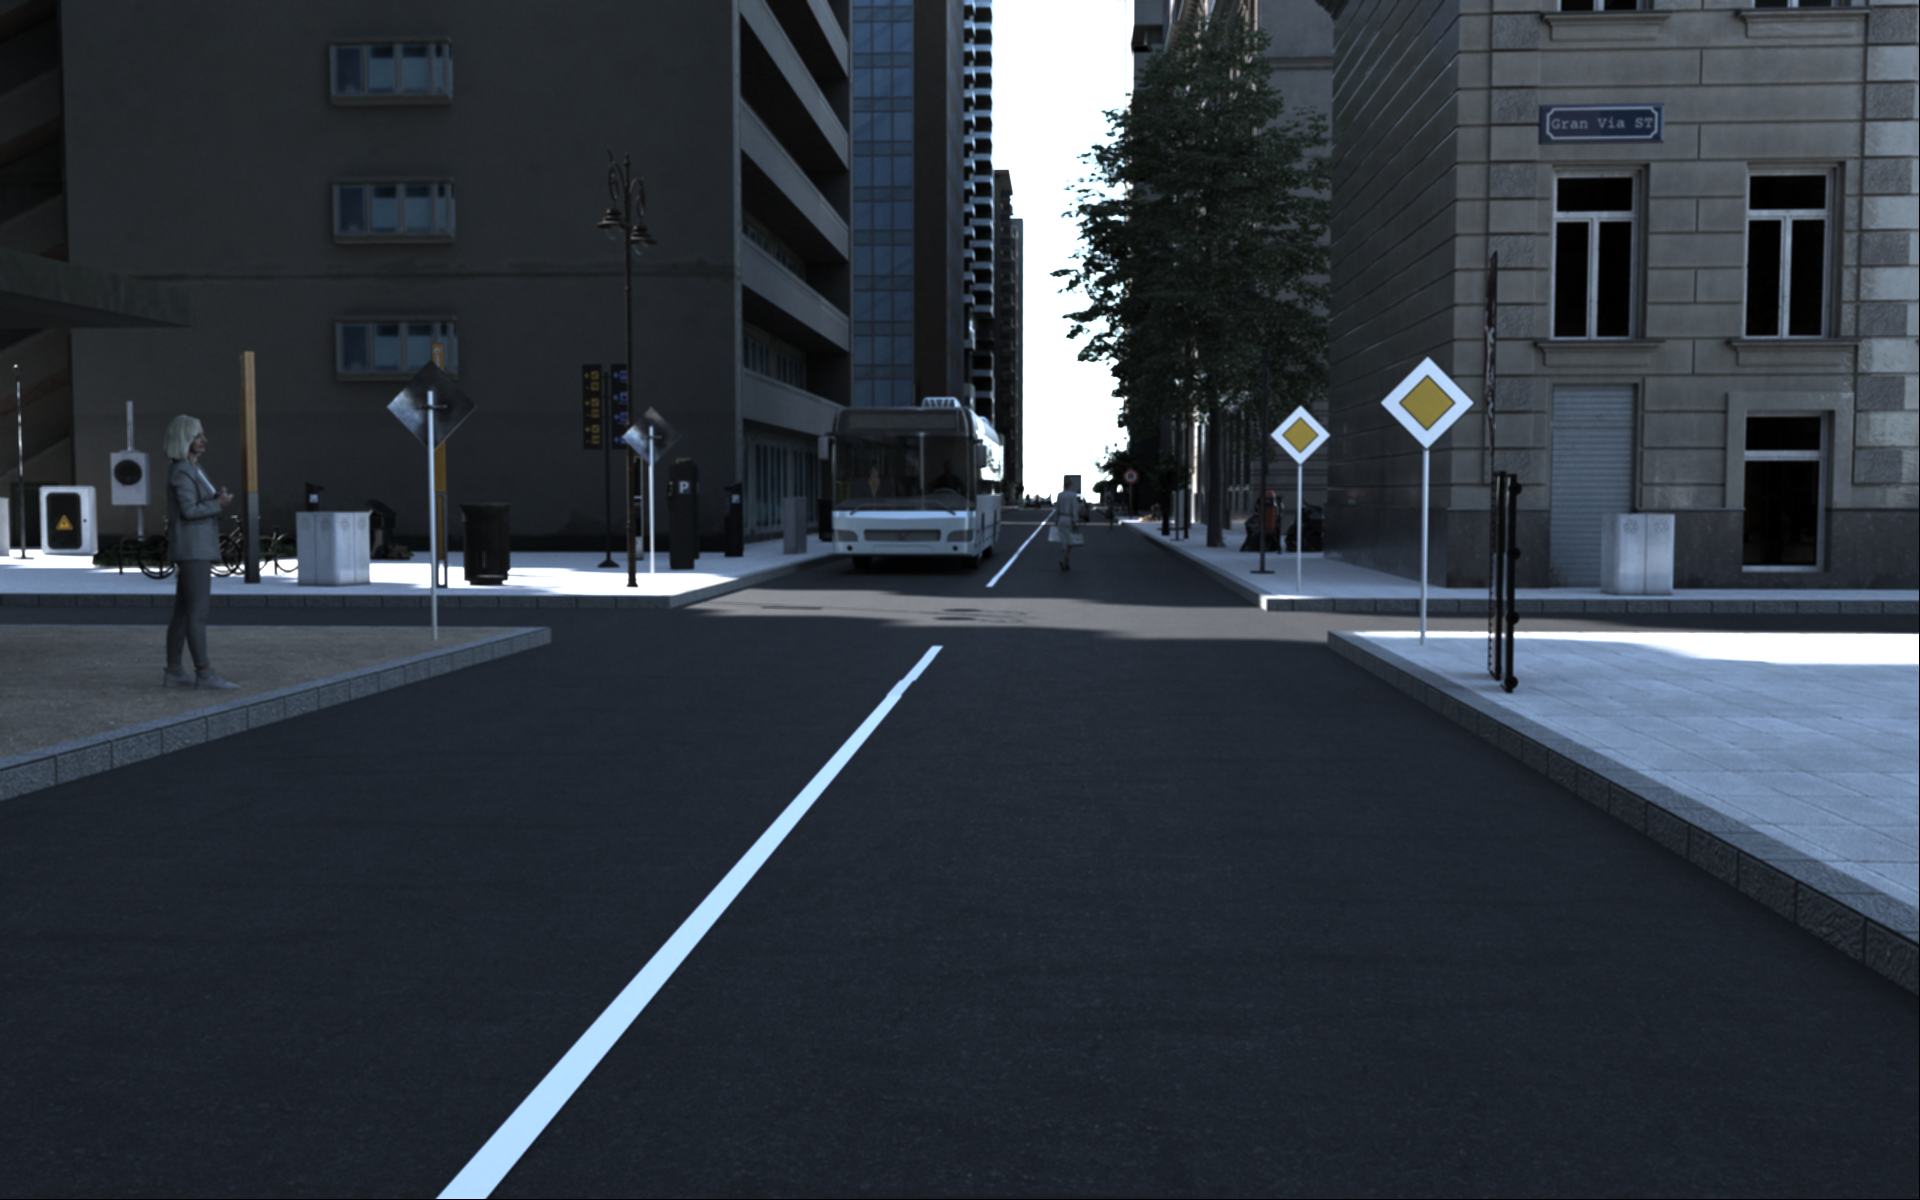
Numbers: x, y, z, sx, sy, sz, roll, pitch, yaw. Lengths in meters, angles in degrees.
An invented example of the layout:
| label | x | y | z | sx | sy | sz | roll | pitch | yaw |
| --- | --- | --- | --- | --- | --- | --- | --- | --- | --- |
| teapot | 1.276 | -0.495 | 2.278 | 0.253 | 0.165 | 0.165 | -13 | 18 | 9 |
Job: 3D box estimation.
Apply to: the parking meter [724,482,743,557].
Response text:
| label | x | y | z | sx | sy | sz | roll | pitch | yaw |
| --- | --- | --- | --- | --- | --- | --- | --- | --- | --- |
| parking meter | -4.632 | -1.653 | 35.432 | 0.372 | 1.533 | 0.369 | 0 | 3 | 0 |

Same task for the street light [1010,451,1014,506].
| label | x | y | z | sx | sy | sz | roll | pitch | yaw |
| --- | --- | --- | --- | --- | --- | --- | --- | --- | --- |
| street light | 5.484 | -12.850 | 182.888 | 0.468 | 5.910 | 1.993 | 0 | 4 | 4 |

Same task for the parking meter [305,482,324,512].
| label | x | y | z | sx | sy | sz | roll | pitch | yaw |
| --- | --- | --- | --- | --- | --- | --- | --- | --- | --- |
| parking meter | -13.757 | -1.745 | 36.949 | 0.372 | 1.533 | 0.369 | 0 | 3 | 0 |

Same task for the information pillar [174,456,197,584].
| label | x | y | z | sx | sy | sz | roll | pitch | yaw |
| --- | --- | --- | --- | --- | --- | --- | --- | --- | --- |
| information pillar | -11.061 | -1.238 | 24.739 | 0.304 | 2.012 | 0.304 | -2 | 4 | -31 |

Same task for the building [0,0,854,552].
| label | x | y | z | sx | sy | sz | roll | pitch | yaw |
| --- | --- | --- | --- | --- | --- | --- | --- | --- | --- |
| building | -14.889 | -25.936 | 47.760 | 21.300 | 48.544 | 21.600 | 0 | 4 | 4 |

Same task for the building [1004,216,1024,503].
| label | x | y | z | sx | sy | sz | roll | pitch | yaw |
| --- | --- | --- | --- | --- | --- | --- | --- | --- | --- |
| building | 2.023 | -34.610 | 249.474 | 14.154 | 41.232 | 14.086 | 0 | 4 | 4 |

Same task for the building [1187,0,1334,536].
| label | x | y | z | sx | sy | sz | roll | pitch | yaw |
| --- | --- | --- | --- | --- | --- | --- | --- | --- | --- |
| building | 14.670 | -13.833 | 62.328 | 11.583 | 22.565 | 21.152 | 0 | 4 | 4 |

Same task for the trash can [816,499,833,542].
| label | x | y | z | sx | sy | sz | roll | pitch | yaw |
| --- | --- | --- | --- | --- | --- | --- | --- | --- | --- |
| trash can | -3.515 | -2.149 | 46.797 | 0.748 | 1.137 | 0.748 | 0 | 3 | 0 |

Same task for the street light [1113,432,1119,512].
| label | x | y | z | sx | sy | sz | roll | pitch | yaw |
| --- | --- | --- | --- | --- | --- | --- | --- | --- | --- |
| street light | 11.432 | -9.445 | 127.205 | 0.468 | 5.910 | 1.993 | 0 | 4 | 4 |

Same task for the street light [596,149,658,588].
| label | x | y | z | sx | sy | sz | roll | pitch | yaw |
| --- | --- | --- | --- | --- | --- | --- | --- | --- | --- |
| street light | -4.515 | -3.112 | 23.677 | 0.468 | 5.910 | 1.993 | 0 | 4 | 4 |

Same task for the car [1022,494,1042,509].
| label | x | y | z | sx | sy | sz | roll | pitch | yaw |
| --- | --- | --- | --- | --- | --- | --- | --- | --- | --- |
| car | 7.116 | -9.856 | 170.935 | 2.009 | 1.686 | 4.222 | 0 | 4 | 3 |

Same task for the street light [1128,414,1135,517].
| label | x | y | z | sx | sy | sz | roll | pitch | yaw |
| --- | --- | --- | --- | --- | --- | --- | --- | --- | --- |
| street light | 9.656 | -7.607 | 97.164 | 0.468 | 5.910 | 1.993 | 0 | 4 | 4 |

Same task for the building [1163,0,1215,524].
| label | x | y | z | sx | sy | sz | roll | pitch | yaw |
| --- | --- | --- | --- | --- | --- | --- | --- | --- | --- |
| building | 17.326 | -18.198 | 84.928 | 14.401 | 28.519 | 23.554 | 0 | 4 | 4 |

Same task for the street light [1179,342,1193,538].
| label | x | y | z | sx | sy | sz | roll | pitch | yaw |
| --- | --- | --- | --- | --- | --- | --- | --- | --- | --- |
| street light | 6.542 | -4.719 | 49.938 | 0.468 | 5.910 | 1.993 | 0 | 4 | 4 |

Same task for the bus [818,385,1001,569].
| label | x | y | z | sx | sy | sz | roll | pitch | yaw |
| --- | --- | --- | --- | --- | --- | --- | --- | --- | --- |
| bus | -0.668 | -2.523 | 36.119 | 2.948 | 3.499 | 13.247 | 0 | 4 | 3 |

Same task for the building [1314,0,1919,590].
| label | x | y | z | sx | sy | sz | roll | pitch | yaw |
| --- | --- | --- | --- | --- | --- | --- | --- | --- | --- |
| building | 19.066 | -14.088 | 27.606 | 25.104 | 27.353 | 12.463 | 0 | 4 | 4 |

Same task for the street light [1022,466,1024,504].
| label | x | y | z | sx | sy | sz | roll | pitch | yaw |
| --- | --- | --- | --- | --- | --- | --- | --- | --- | --- |
| street light | 8.315 | -15.663 | 228.884 | 0.468 | 5.910 | 1.993 | 0 | 4 | 4 |

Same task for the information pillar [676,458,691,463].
| label | x | y | z | sx | sy | sz | roll | pitch | yaw |
| --- | --- | --- | --- | --- | --- | --- | --- | --- | --- |
| information pillar | -5.642 | -1.891 | 35.412 | 0.304 | 2.012 | 0.304 | -1 | 4 | -9 |

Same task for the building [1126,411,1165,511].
| label | x | y | z | sx | sy | sz | roll | pitch | yaw |
| --- | --- | --- | --- | --- | --- | --- | --- | --- | --- |
| building | 24.134 | -49.776 | 126.510 | 22.319 | 86.520 | 31.000 | 0 | 4 | 4 |

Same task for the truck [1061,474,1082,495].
| label | x | y | z | sx | sy | sz | roll | pitch | yaw |
| --- | --- | --- | --- | --- | --- | --- | --- | --- | --- |
| truck | 16.030 | -15.853 | 248.106 | 2.839 | 4.237 | 11.283 | 0 | 4 | 2 |

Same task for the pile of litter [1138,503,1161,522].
| label | x | y | z | sx | sy | sz | roll | pitch | yaw |
| --- | --- | --- | --- | --- | --- | --- | --- | --- | --- |
| pile of litter | 8.885 | -4.086 | 80.770 | 1.176 | 0.858 | 1.719 | 1 | 4 | 22 |

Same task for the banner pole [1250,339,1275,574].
| label | x | y | z | sx | sy | sz | roll | pitch | yaw |
| --- | --- | --- | --- | --- | --- | --- | --- | --- | --- |
| banner pole | 4.981 | -2.337 | 28.233 | 0.401 | 3.779 | 0.863 | 1 | 4 | 18 |

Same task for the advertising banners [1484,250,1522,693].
| label | x | y | z | sx | sy | sz | roll | pitch | yaw |
| --- | --- | --- | --- | --- | --- | --- | --- | --- | --- |
| advertising banners | 3.741 | -0.967 | 11.995 | 0.090 | 3.025 | 2.074 | 1 | 4 | 12 |

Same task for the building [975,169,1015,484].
| label | x | y | z | sx | sy | sz | roll | pitch | yaw |
| --- | --- | --- | --- | --- | --- | --- | --- | --- | --- |
| building | -4.125 | -35.080 | 228.179 | 22.147 | 44.769 | 28.867 | 0 | 4 | 4 |

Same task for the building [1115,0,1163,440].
| label | x | y | z | sx | sy | sz | roll | pitch | yaw |
| --- | --- | --- | --- | --- | --- | --- | --- | --- | --- |
| building | 28.694 | -34.732 | 157.100 | 28.713 | 52.752 | 27.495 | 0 | 4 | 4 |

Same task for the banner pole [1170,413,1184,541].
| label | x | y | z | sx | sy | sz | roll | pitch | yaw |
| --- | --- | --- | --- | --- | --- | --- | --- | --- | --- |
| banner pole | 6.007 | -3.514 | 47.468 | 0.401 | 3.779 | 0.863 | 0 | 4 | -2 |

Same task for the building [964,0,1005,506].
| label | x | y | z | sx | sy | sz | roll | pitch | yaw |
| --- | --- | --- | --- | --- | --- | --- | --- | --- | --- |
| building | -5.844 | -54.092 | 197.075 | 22.319 | 86.520 | 31.000 | 0 | 4 | 4 |

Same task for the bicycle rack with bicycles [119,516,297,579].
| label | x | y | z | sx | sy | sz | roll | pitch | yaw |
| --- | --- | --- | --- | --- | --- | --- | --- | --- | --- |
| bicycle rack with bicycles | -11.933 | -0.869 | 27.595 | 2.925 | 0.926 | 2.852 | -3 | 5 | -43 |

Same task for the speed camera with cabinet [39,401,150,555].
| label | x | y | z | sx | sy | sz | roll | pitch | yaw |
| --- | --- | --- | --- | --- | --- | --- | --- | --- | --- |
| speed camera with cabinet | -18.297 | -2.587 | 36.635 | 2.038 | 3.252 | 0.660 | -1 | 4 | -16 |

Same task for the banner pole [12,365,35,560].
| label | x | y | z | sx | sy | sz | roll | pitch | yaw |
| --- | --- | --- | --- | --- | --- | --- | --- | --- | --- |
| banner pole | -18.228 | -2.666 | 33.610 | 0.401 | 3.779 | 0.863 | -2 | 4 | -29 |

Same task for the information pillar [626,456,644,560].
| label | x | y | z | sx | sy | sz | roll | pitch | yaw |
| --- | --- | --- | --- | --- | --- | --- | --- | --- | --- |
| information pillar | -6.297 | -1.777 | 33.554 | 0.304 | 2.012 | 0.304 | -1 | 4 | -12 |

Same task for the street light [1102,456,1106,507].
| label | x | y | z | sx | sy | sz | roll | pitch | yaw |
| --- | --- | --- | --- | --- | --- | --- | --- | --- | --- |
| street light | 14.365 | -12.231 | 172.765 | 0.468 | 5.910 | 1.993 | 0 | 4 | 4 |

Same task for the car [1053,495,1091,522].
| label | x | y | z | sx | sy | sz | roll | pitch | yaw |
| --- | --- | --- | --- | --- | --- | --- | --- | --- | --- |
| car | 5.817 | -4.756 | 89.761 | 2.014 | 1.417 | 4.499 | 0 | 4 | 3 |

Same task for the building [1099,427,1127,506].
| label | x | y | z | sx | sy | sz | roll | pitch | yaw |
| --- | --- | --- | --- | --- | --- | --- | --- | --- | --- |
| building | 35.905 | -33.738 | 243.490 | 32.217 | 40.220 | 23.993 | 0 | 4 | 4 |

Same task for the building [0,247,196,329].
| label | x | y | z | sx | sy | sz | roll | pitch | yaw |
| --- | --- | --- | --- | --- | --- | --- | --- | --- | --- |
| building | -21.596 | -21.357 | 3.820 | 28.867 | 44.769 | 22.147 | 0 | 4 | 4 |

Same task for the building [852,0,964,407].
| label | x | y | z | sx | sy | sz | roll | pitch | yaw |
| --- | --- | --- | --- | --- | --- | --- | --- | --- | --- |
| building | -7.040 | -28.697 | 119.304 | 14.600 | 45.320 | 14.200 | 0 | 4 | 4 |

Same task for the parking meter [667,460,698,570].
| label | x | y | z | sx | sy | sz | roll | pitch | yaw |
| --- | --- | --- | --- | --- | --- | --- | --- | --- | --- |
| parking meter | -4.747 | -1.451 | 29.441 | 0.399 | 1.863 | 0.255 | -2 | 4 | -31 |

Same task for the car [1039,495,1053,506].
| label | x | y | z | sx | sy | sz | roll | pitch | yaw |
| --- | --- | --- | --- | --- | --- | --- | --- | --- | --- |
| car | 10.294 | -12.055 | 209.679 | 1.945 | 1.354 | 3.894 | 0 | 4 | 4 |

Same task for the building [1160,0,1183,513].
| label | x | y | z | sx | sy | sz | roll | pitch | yaw |
| --- | --- | --- | --- | --- | --- | --- | --- | --- | --- |
| building | 19.561 | -27.825 | 105.043 | 14.600 | 45.320 | 14.200 | 0 | 4 | 4 |

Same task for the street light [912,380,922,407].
| label | x | y | z | sx | sy | sz | roll | pitch | yaw |
| --- | --- | --- | --- | --- | --- | --- | --- | --- | --- |
| street light | -1.637 | -5.899 | 69.240 | 0.468 | 5.910 | 1.993 | 0 | 4 | 4 |
